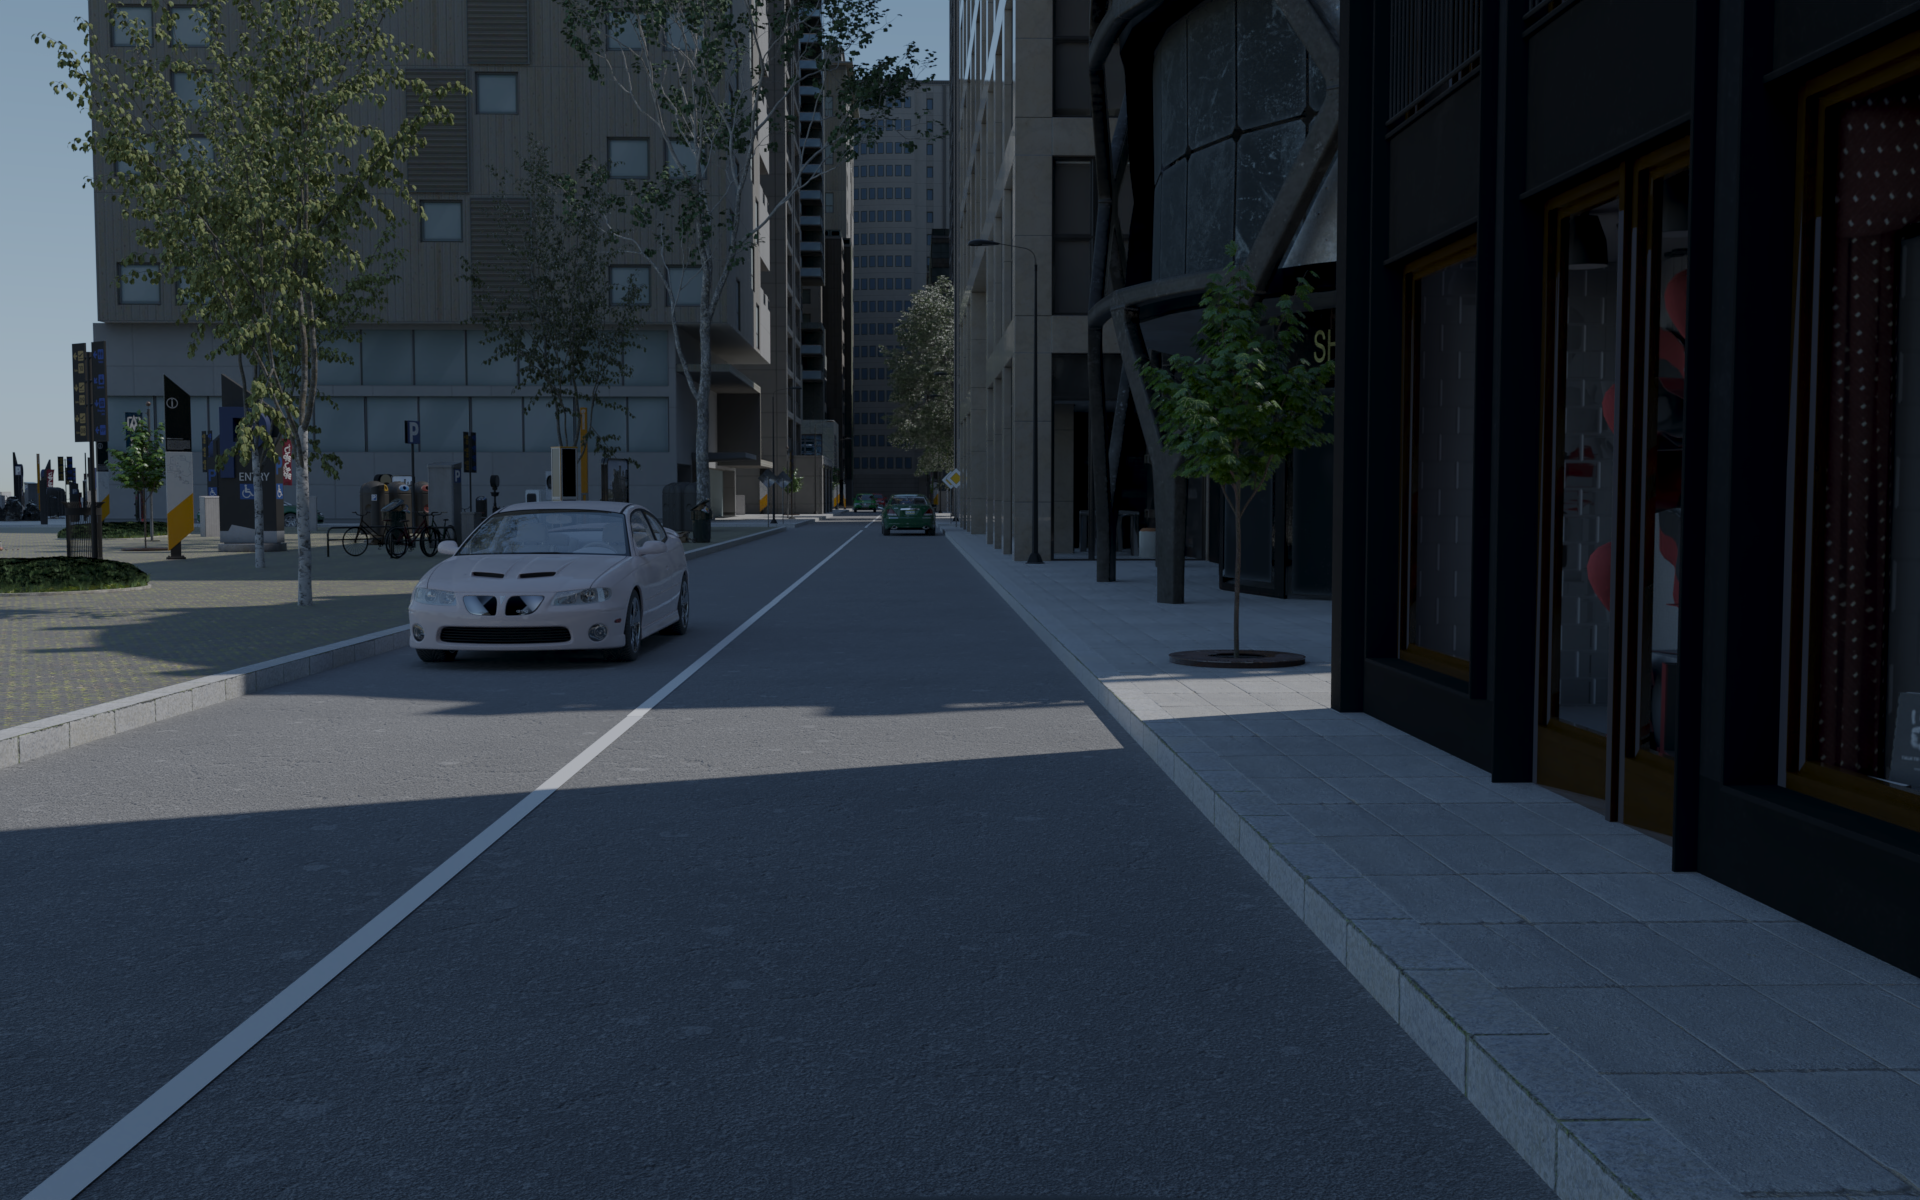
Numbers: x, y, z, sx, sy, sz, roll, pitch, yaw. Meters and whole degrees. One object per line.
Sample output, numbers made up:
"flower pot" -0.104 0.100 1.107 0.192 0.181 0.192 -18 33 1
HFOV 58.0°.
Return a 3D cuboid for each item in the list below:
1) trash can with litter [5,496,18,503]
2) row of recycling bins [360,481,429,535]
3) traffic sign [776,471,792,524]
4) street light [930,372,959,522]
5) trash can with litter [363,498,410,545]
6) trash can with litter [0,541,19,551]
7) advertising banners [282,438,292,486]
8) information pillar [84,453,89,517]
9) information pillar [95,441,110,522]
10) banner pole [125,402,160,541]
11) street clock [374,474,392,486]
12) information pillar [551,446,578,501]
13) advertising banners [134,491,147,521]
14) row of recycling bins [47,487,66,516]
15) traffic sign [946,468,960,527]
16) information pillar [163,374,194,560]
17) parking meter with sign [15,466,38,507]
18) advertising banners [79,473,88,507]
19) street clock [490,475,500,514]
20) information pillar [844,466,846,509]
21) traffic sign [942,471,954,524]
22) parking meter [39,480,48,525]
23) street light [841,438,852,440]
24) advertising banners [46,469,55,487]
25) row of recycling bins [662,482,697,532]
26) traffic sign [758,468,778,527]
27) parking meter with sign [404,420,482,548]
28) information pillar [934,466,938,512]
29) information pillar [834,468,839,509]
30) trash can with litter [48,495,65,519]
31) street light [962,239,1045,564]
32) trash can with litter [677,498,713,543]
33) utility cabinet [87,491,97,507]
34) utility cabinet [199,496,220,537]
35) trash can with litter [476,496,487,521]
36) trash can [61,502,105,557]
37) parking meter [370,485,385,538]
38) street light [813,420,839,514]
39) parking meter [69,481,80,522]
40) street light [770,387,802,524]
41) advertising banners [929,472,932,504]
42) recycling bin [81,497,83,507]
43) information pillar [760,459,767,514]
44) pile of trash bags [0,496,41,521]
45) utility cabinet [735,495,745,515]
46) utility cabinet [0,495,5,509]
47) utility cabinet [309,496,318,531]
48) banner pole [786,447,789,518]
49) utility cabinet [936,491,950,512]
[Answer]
"trash can with litter" -50.498 -4.942 92.191 0.624 1.170 1.055 -2 4 -30
"row of recycling bins" -17.797 -2.992 56.035 1.069 1.692 3.534 3 4 37
"traffic sign" -7.638 -4.349 74.742 0.795 2.450 0.064 0 4 -2
"street light" -0.290 -5.726 66.166 1.470 5.913 1.316 0 4 -2
"trash can with litter" -14.479 -1.979 43.744 0.624 1.170 1.055 3 4 38
"trash can with litter" -22.474 -1.699 38.830 2.233 1.210 1.678 -1 4 -18
"advertising banners" -21.456 -3.521 53.754 0.090 3.025 2.074 2 4 27
"information pillar" -49.501 -6.530 98.117 0.183 3.616 0.504 -2 4 -26
"information pillar" -31.727 -4.447 64.065 0.183 3.616 0.504 2 4 24
"banner pole" -22.113 -3.472 46.790 0.401 3.779 0.863 3 5 41
"street clock" -21.115 -3.583 63.152 0.358 2.002 0.471 2 4 25
"information pillar" -6.129 -1.369 26.879 0.304 2.012 0.304 -3 5 -41
"advertising banners" -29.909 -4.107 63.329 0.090 3.025 2.074 -3 5 -39
"row of recycling bins" -53.109 -5.781 101.638 1.069 1.692 3.534 -1 4 -20
"traffic sign" -0.149 -3.873 66.964 0.795 2.450 0.064 0 4 -2
"information pillar" -15.347 -2.608 33.997 0.504 3.616 0.183 -2 4 -32
"parking meter with sign" -58.622 -6.916 109.345 0.543 3.016 1.738 2 4 26
"advertising banners" -74.055 -9.139 145.615 0.090 3.025 2.074 1 4 19
"street clock" -17.722 -3.758 66.011 0.358 2.002 0.471 0 4 3
"information pillar" -9.671 -9.405 145.133 0.183 3.616 0.504 -1 4 -13
"traffic sign" -0.397 -4.361 74.945 0.795 2.450 0.064 0 4 -2
"parking meter" -38.636 -4.117 73.024 0.255 1.863 0.399 -2 4 -23
"street light" -9.652 -10.460 143.566 1.470 5.913 1.316 0 4 -2
"advertising banners" -64.569 -7.659 121.413 2.074 3.025 0.090 -1 4 -17
"row of recycling bins" -9.575 -3.251 60.265 1.069 1.692 3.534 -2 4 -25
"traffic sign" -7.391 -3.860 66.761 0.795 2.450 0.064 0 4 -2
"parking meter with sign" -12.211 -2.739 41.049 1.738 3.016 0.543 1 4 13
"information pillar" -1.717 -8.044 122.873 0.183 3.616 0.504 -3 4 -36
"information pillar" -10.583 -9.598 148.284 0.504 3.616 0.183 -1 4 -11
"trash can with litter" -47.106 -4.784 89.276 1.678 1.210 2.233 1 4 20
"street light" 0.843 -3.621 31.750 1.470 5.913 1.316 0 4 -2
"trash can with litter" -7.038 -2.088 45.532 1.055 1.170 0.624 0 4 8
"utility cabinet" -62.148 -7.052 123.984 0.318 1.500 1.173 -1 4 -11
"utility cabinet" -22.373 -2.511 52.223 0.306 1.237 1.020 2 4 33
"trash can with litter" -16.209 -2.989 59.923 1.678 1.210 2.233 2 4 25
"trash can" -16.340 -1.263 32.311 0.748 1.137 0.748 0 3 0
"parking meter" -15.844 -2.369 47.145 0.372 1.533 0.369 0 3 0
"street light" -8.589 -8.363 109.272 1.470 5.913 1.316 0 4 -2
"parking meter" -40.814 -4.534 79.835 0.399 1.863 0.255 -3 4 -39
"street light" -7.534 -6.265 74.977 1.470 5.913 1.316 0 4 -2
"advertising banners" -2.336 -8.615 137.048 0.090 3.025 2.074 0 4 -5
"recycling bin" -67.531 -7.434 134.094 0.722 1.027 0.722 0 3 0
"information pillar" -12.434 -7.221 109.418 0.504 3.616 0.183 -1 4 -9
"pile of trash bags" -45.200 -4.386 81.462 1.912 1.369 3.447 2 4 26
"utility cabinet" -13.694 -5.805 106.071 1.020 1.237 0.306 0 4 -6
"utility cabinet" -60.916 -6.017 109.539 1.020 1.237 0.306 1 4 11
"utility cabinet" -22.700 -3.031 60.719 0.306 1.237 1.020 -1 4 -19
"banner pole" -9.080 -6.188 91.187 0.401 3.779 0.863 0 4 -4
"utility cabinet" -1.314 -7.071 124.292 1.173 1.500 0.318 -2 4 -27
